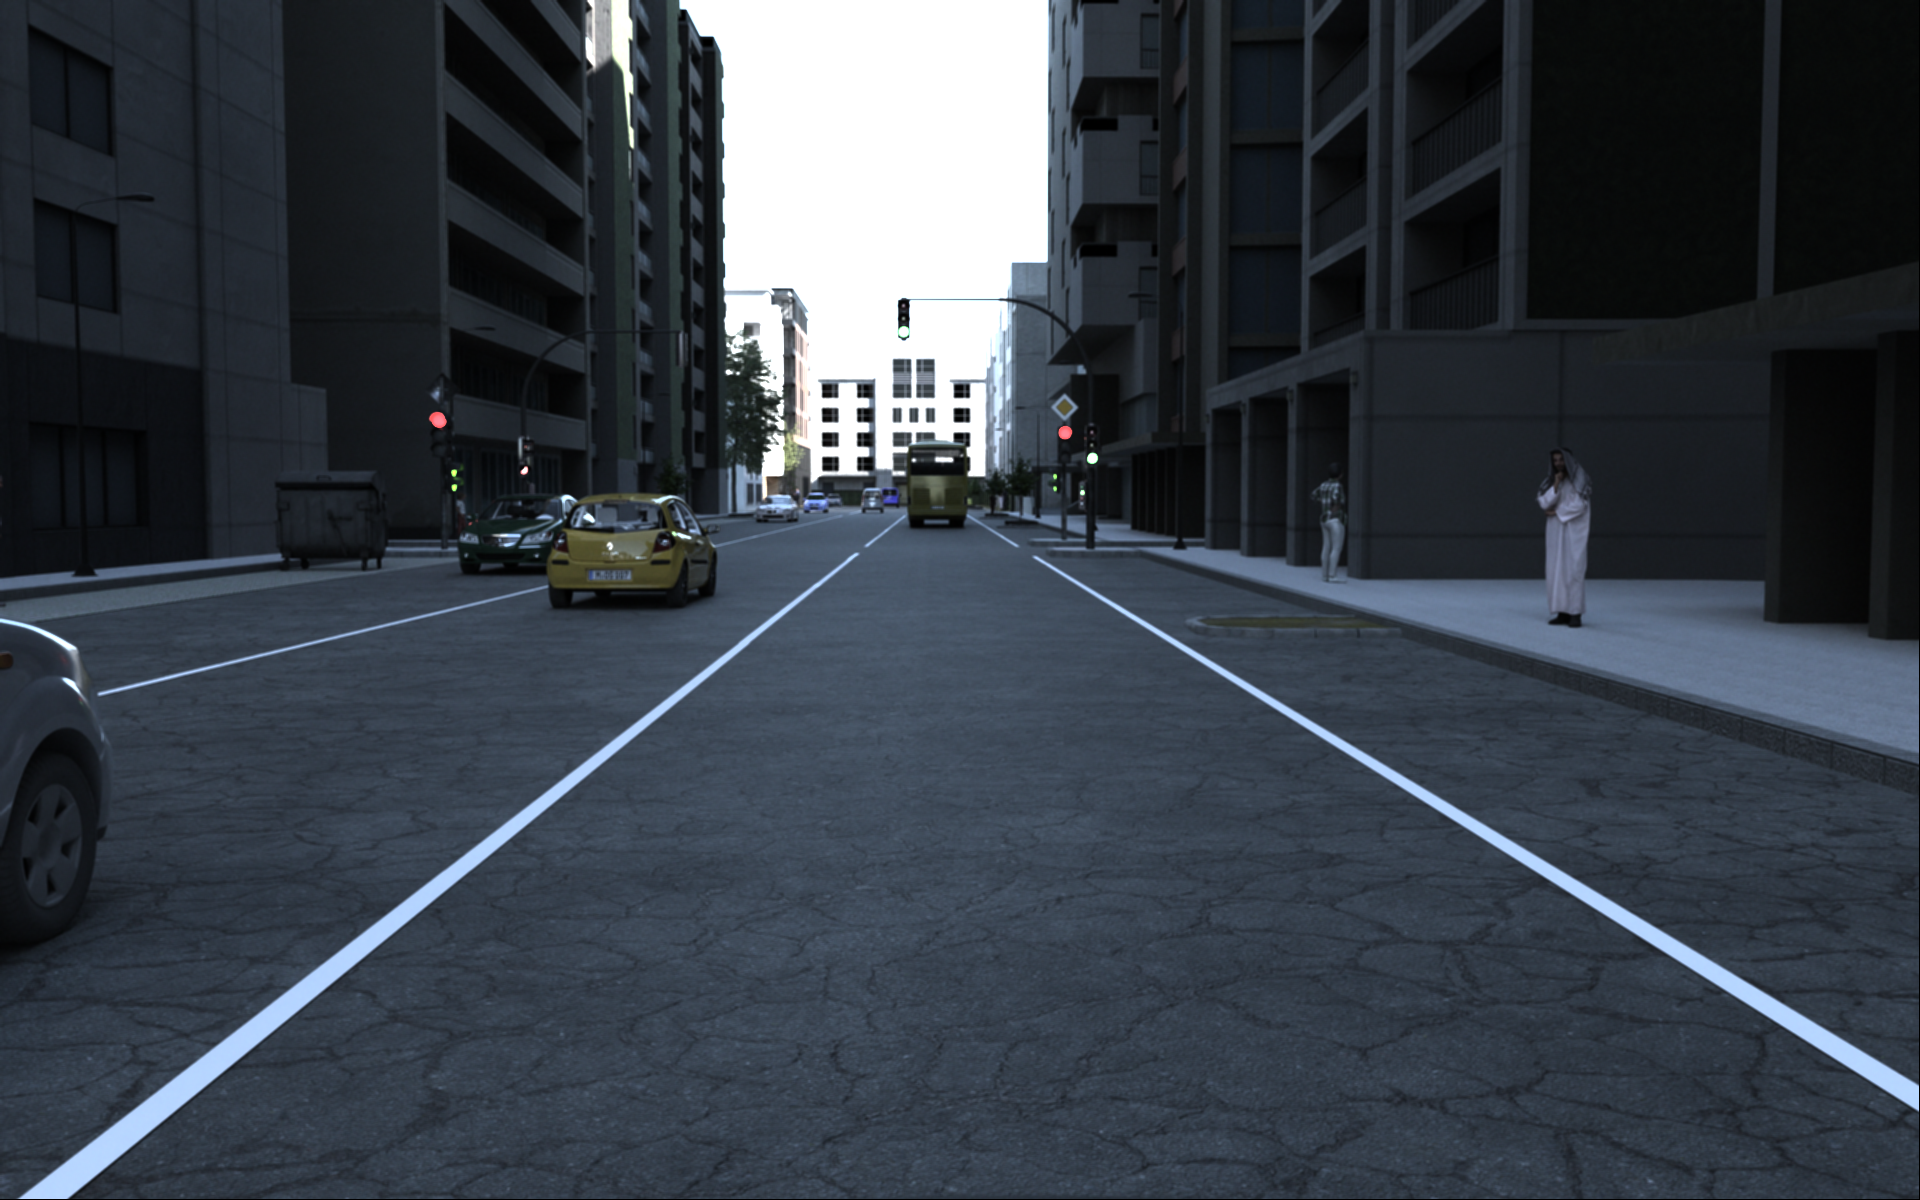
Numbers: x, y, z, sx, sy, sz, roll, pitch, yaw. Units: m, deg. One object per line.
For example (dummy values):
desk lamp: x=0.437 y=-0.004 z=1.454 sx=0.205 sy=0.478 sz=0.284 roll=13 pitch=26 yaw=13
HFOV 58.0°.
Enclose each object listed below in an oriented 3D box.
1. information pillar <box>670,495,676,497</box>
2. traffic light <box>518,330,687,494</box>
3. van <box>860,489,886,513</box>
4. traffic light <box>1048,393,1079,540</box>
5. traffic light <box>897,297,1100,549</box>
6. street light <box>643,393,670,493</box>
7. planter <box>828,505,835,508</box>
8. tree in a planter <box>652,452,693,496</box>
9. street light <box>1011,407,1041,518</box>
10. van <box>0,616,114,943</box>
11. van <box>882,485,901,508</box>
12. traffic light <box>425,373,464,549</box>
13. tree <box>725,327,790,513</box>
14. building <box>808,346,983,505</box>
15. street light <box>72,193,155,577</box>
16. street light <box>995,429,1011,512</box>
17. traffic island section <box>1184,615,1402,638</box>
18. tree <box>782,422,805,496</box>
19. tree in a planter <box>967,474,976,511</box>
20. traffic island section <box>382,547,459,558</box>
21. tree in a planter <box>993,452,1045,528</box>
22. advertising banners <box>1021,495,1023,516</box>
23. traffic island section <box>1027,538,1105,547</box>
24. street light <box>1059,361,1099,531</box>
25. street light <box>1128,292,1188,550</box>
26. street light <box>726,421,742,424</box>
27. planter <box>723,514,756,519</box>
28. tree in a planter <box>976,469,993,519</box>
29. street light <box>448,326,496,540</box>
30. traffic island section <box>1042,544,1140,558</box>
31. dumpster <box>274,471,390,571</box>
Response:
information pillar: x=-14.179 y=-4.952 z=85.460 sx=0.304 sy=2.012 sz=0.304 roll=0 pitch=4 yaw=-7
traffic light: x=-9.979 y=-4.493 z=48.124 sx=4.771 sy=5.953 sz=1.251 roll=0 pitch=4 yaw=-1
van: x=-6.678 y=-7.686 z=132.670 sx=2.013 sy=2.044 sz=4.112 roll=0 pitch=4 yaw=-2
traffic light: x=2.890 y=-3.632 z=48.308 sx=0.839 sy=4.253 sz=0.868 roll=0 pitch=4 yaw=-1
traffic light: x=0.926 y=-4.005 z=40.149 sx=4.771 sy=5.953 sz=1.251 roll=0 pitch=4 yaw=-1
street light: x=-13.970 y=-6.544 z=79.528 sx=1.470 sy=5.913 sz=1.316 roll=0 pitch=4 yaw=-1
planter: x=-13.837 y=-9.588 z=177.895 sx=1.991 sy=0.319 sz=1.994 roll=0 pitch=4 yaw=-1
tree in a planter: x=-12.177 y=-4.629 z=72.908 sx=1.991 sy=3.239 sz=1.994 roll=0 pitch=4 yaw=-1
street light: x=3.622 y=-7.316 z=92.152 sx=1.470 sy=5.913 sz=1.316 roll=0 pitch=4 yaw=-1
van: x=-3.697 y=0.169 z=4.248 sx=2.013 sy=2.044 sz=4.112 roll=0 pitch=4 yaw=-1
van: x=-7.284 y=-10.778 z=180.610 sx=2.240 sy=2.365 sz=5.245 roll=0 pitch=4 yaw=-2
traffic light: x=-11.943 y=-3.128 z=40.072 sx=0.839 sy=4.253 sz=0.868 roll=0 pitch=4 yaw=-1
tree: x=-15.037 y=-12.223 z=117.972 sx=7.486 sy=12.596 sz=7.792 roll=0 pitch=3 yaw=0
building: x=-9.871 y=-21.333 z=215.256 sx=31.486 sy=18.905 sz=16.747 roll=0 pitch=4 yaw=-1
street light: x=-13.129 y=-3.323 z=26.876 sx=1.470 sy=5.913 sz=1.316 roll=0 pitch=4 yaw=-1
street light: x=3.179 y=-9.204 z=123.027 sx=1.470 sy=5.913 sz=1.316 roll=0 pitch=4 yaw=-1
traffic island section: x=3.403 y=0.284 z=18.226 sx=1.991 sy=0.108 sz=1.994 roll=0 pitch=4 yaw=-1
tree: x=-16.796 y=-13.262 z=167.201 sx=4.737 sy=8.622 sz=4.395 roll=0 pitch=3 yaw=0
tree in a planter: x=1.298 y=-9.405 z=150.994 sx=1.991 sy=3.239 sz=1.994 roll=0 pitch=4 yaw=-1
traffic island section: x=-11.983 y=-1.096 z=40.206 sx=2.009 sy=0.180 sz=2.903 roll=0 pitch=4 yaw=-1
tree in a planter: x=2.548 y=-4.634 z=72.988 sx=1.991 sy=3.239 sz=1.994 roll=0 pitch=4 yaw=-1
advertising banners: x=3.631 y=-6.516 z=102.727 sx=0.090 sy=3.025 sz=2.074 roll=0 pitch=4 yaw=-2
traffic island section: x=2.930 y=-1.599 z=48.422 sx=2.009 sy=0.180 sz=2.903 roll=0 pitch=4 yaw=-1
street light: x=4.152 y=-5.385 z=60.579 sx=1.470 sy=5.913 sz=1.316 roll=0 pitch=4 yaw=-1
street light: x=4.560 y=-4.125 z=39.991 sx=1.470 sy=5.913 sz=1.316 roll=0 pitch=4 yaw=-1
street light: x=-14.563 y=-8.432 z=110.401 sx=1.470 sy=5.913 sz=1.316 roll=0 pitch=4 yaw=-1
planter: x=-12.603 y=-4.830 z=100.108 sx=1.991 sy=0.319 sz=1.994 roll=0 pitch=4 yaw=-1
tree in a planter: x=2.098 y=-6.314 z=100.461 sx=1.991 sy=3.239 sz=1.994 roll=0 pitch=4 yaw=-1
street light: x=-13.515 y=-4.612 z=47.943 sx=1.470 sy=5.913 sz=1.316 roll=0 pitch=4 yaw=-1
traffic island section: x=3.057 y=-1.111 z=40.438 sx=2.009 sy=0.180 sz=2.903 roll=0 pitch=4 yaw=-1
dumpster: x=-11.747 y=-1.481 z=32.428 sx=1.865 sy=1.857 sz=1.264 roll=0 pitch=4 yaw=-3
